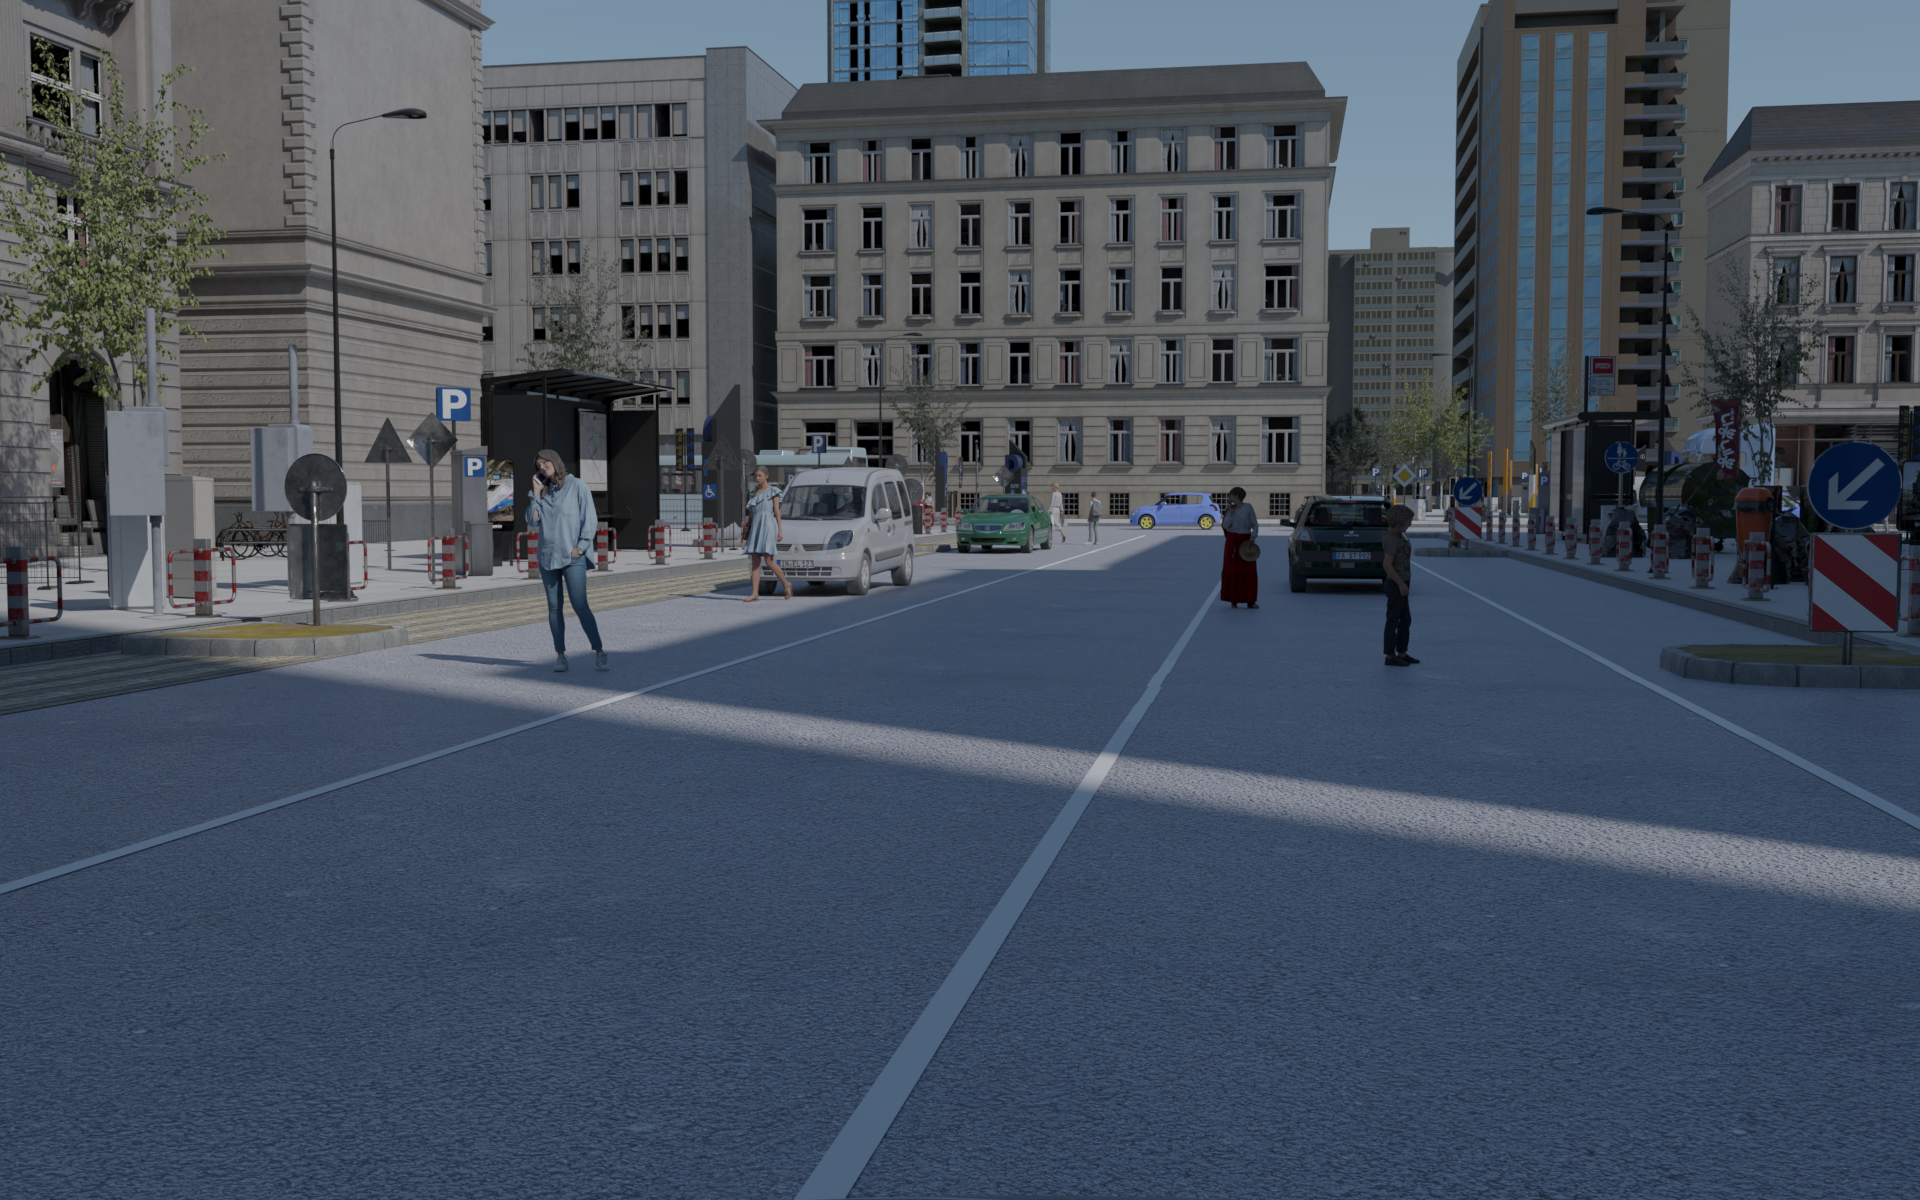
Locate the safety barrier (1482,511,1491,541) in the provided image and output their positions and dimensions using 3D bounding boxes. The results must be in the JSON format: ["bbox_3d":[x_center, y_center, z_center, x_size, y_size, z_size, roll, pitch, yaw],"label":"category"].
[{"bbox_3d":[14.463,-2.020,47.309,0.300,0.817,1.120,1,4,10],"label":"safety barrier"}]

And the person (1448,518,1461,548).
[{"bbox_3d":[12.814,-1.735,44.788,0.347,0.859,0.695,1,4,15],"label":"person"}]

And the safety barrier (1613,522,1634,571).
[{"bbox_3d":[11.045,-0.888,28.794,0.300,0.817,1.120,1,4,10],"label":"safety barrier"}]

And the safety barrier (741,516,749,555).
[{"bbox_3d":[-4.436,-1.361,36.534,0.300,0.817,1.120,1,4,10],"label":"safety barrier"}]

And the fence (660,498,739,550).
[{"bbox_3d":[-6.238,-1.743,39.697,2.264,1.192,0.480,0,4,-1],"label":"fence"}]

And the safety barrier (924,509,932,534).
[{"bbox_3d":[-1.019,-2.494,55.053,0.300,0.817,1.120,1,4,10],"label":"safety barrier"}]

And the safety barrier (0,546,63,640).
[{"bbox_3d":[-8.349,-0.065,15.344,0.300,0.817,1.120,1,4,10],"label":"safety barrier"}]

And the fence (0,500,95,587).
[{"bbox_3d":[-13.655,-0.834,24.843,2.264,1.192,0.480,0,4,3],"label":"fence"}]

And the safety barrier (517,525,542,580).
[{"bbox_3d":[-6.389,-0.714,25.953,0.300,0.817,1.120,1,4,10],"label":"safety barrier"}]

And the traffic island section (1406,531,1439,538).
[{"bbox_3d":[14.802,-2.166,57.696,2.009,0.180,2.903,1,4,10],"label":"traffic island section"}]

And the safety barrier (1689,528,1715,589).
[{"bbox_3d":[10.070,-0.563,23.485,0.300,0.817,1.120,1,4,10],"label":"safety barrier"}]

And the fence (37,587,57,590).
[{"bbox_3d":[-13.304,-0.724,23.044,2.264,1.192,0.480,-1,4,-15],"label":"fence"}]

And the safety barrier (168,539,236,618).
[{"bbox_3d":[-7.860,-0.227,17.985,0.300,0.817,1.120,1,4,10],"label":"safety barrier"}]

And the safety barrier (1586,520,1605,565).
[{"bbox_3d":[11.537,-1.050,31.435,0.300,0.817,1.120,1,4,10],"label":"safety barrier"}]

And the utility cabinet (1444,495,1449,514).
[{"bbox_3d":[31.098,-6.016,109.519,1.020,1.237,0.306,-1,4,-20],"label":"utility cabinet"}]

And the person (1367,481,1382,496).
[{"bbox_3d":[12.082,-2.561,50.551,0.537,1.800,0.526,1,4,20],"label":"person"}]

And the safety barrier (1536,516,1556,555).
[{"bbox_3d":[12.513,-1.373,36.728,0.300,0.817,1.120,1,4,10],"label":"safety barrier"}]

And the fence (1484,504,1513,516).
[{"bbox_3d":[32.072,-5.371,103.188,0.278,0.683,2.069,-3,5,-39],"label":"fence"}]

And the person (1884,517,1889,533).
[{"bbox_3d":[32.570,-3.205,61.096,0.583,1.804,0.606,-1,4,-14],"label":"person"}]

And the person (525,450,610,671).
[{"bbox_3d":[-3.176,-0.324,14.058,0.793,1.790,0.793,-1,4,-14],"label":"person"}]

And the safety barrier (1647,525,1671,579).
[{"bbox_3d":[10.560,-0.726,26.137,0.300,0.817,1.120,1,4,10],"label":"safety barrier"}]

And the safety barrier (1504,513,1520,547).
[{"bbox_3d":[13.488,-1.697,42.014,0.300,0.817,1.120,1,4,10],"label":"safety barrier"}]

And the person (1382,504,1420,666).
[{"bbox_3d":[3.698,-0.127,14.483,0.340,1.345,0.435,1,4,10],"label":"person"}]

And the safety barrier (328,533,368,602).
[{"bbox_3d":[-7.363,-0.390,20.645,0.300,0.817,1.120,1,4,10],"label":"safety barrier"}]

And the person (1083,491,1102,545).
[{"bbox_3d":[3.769,-2.317,48.980,0.523,1.515,0.503,1,4,16],"label":"person"}]

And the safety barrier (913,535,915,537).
[{"bbox_3d":[-1.508,-2.332,52.405,0.300,0.817,1.120,1,4,10],"label":"safety barrier"}]

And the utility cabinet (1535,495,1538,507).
[{"bbox_3d":[32.115,-5.206,96.279,0.306,1.237,1.020,1,4,11],"label":"utility cabinet"}]

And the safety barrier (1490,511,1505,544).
[{"bbox_3d":[13.973,-1.859,44.664,0.300,0.817,1.120,1,4,10],"label":"safety barrier"}]

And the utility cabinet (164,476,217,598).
[{"bbox_3d":[-9.738,-0.783,21.482,1.173,1.500,0.318,2,4,30],"label":"utility cabinet"}]

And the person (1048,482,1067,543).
[{"bbox_3d":[2.824,-2.584,51.100,0.694,1.780,0.624,-3,5,-40],"label":"person"}]

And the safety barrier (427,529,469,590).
[{"bbox_3d":[-6.877,-0.551,23.289,0.300,0.817,1.120,1,4,10],"label":"safety barrier"}]

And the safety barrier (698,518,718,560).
[{"bbox_3d":[-4.925,-1.199,33.882,0.300,0.817,1.120,1,4,10],"label":"safety barrier"}]

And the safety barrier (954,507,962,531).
[{"bbox_3d":[-0.048,-2.818,60.344,0.300,0.817,1.120,1,4,10],"label":"safety barrier"}]

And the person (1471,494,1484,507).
[{"bbox_3d":[19.501,-3.527,65.522,0.474,1.900,0.648,3,4,39],"label":"person"}]

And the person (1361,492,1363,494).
[{"bbox_3d":[52.011,-13.186,224.603,1.217,1.766,0.721,-2,4,-32],"label":"person"}]

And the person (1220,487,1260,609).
[{"bbox_3d":[3.525,-0.658,21.725,0.523,1.526,0.387,2,4,26],"label":"person"}]

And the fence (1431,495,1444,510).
[{"bbox_3d":[38.527,-7.972,141.552,2.264,1.192,0.480,2,4,25],"label":"fence"}]

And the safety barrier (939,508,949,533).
[{"bbox_3d":[-0.535,-2.656,57.696,0.300,0.817,1.120,1,4,10],"label":"safety barrier"}]

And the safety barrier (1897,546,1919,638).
[{"bbox_3d":[8.601,-0.077,15.527,0.300,0.817,1.120,1,4,10],"label":"safety barrier"}]

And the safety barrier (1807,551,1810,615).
[{"bbox_3d":[9.091,-0.239,18.186,0.300,0.817,1.120,1,4,10],"label":"safety barrier"}]

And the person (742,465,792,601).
[{"bbox_3d":[-2.629,-0.893,23.202,0.616,1.811,0.778,3,5,43],"label":"person"}]

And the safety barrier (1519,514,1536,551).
[{"bbox_3d":[12.999,-1.535,39.372,0.300,0.817,1.120,1,4,10],"label":"safety barrier"}]

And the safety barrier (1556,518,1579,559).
[{"bbox_3d":[12.024,-1.211,34.080,0.300,0.817,1.120,1,4,10],"label":"safety barrier"}]

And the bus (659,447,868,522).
[{"bbox_3d":[-10.457,-4.596,70.010,13.247,3.499,2.948,1,4,12],"label":"bus"}]

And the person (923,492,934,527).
[{"bbox_3d":[-1.372,-3.975,75.953,0.523,1.526,0.387,0,4,7],"label":"person"}]

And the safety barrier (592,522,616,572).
[{"bbox_3d":[-5.900,-0.876,28.599,0.300,0.817,1.120,1,4,10],"label":"safety barrier"}]

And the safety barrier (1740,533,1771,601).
[{"bbox_3d":[9.580,-0.401,20.833,0.300,0.817,1.120,1,4,10],"label":"safety barrier"}]

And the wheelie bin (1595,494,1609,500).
[{"bbox_3d":[19.415,-2.764,53.108,0.980,1.594,0.693,-3,5,-42],"label":"wheelie bin"}]

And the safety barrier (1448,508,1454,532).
[{"bbox_3d":[16.418,-2.668,57.903,0.300,0.817,1.120,1,4,10],"label":"safety barrier"}]

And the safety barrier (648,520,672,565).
[{"bbox_3d":[-5.411,-1.038,31.240,0.300,0.817,1.120,1,4,10],"label":"safety barrier"}]
